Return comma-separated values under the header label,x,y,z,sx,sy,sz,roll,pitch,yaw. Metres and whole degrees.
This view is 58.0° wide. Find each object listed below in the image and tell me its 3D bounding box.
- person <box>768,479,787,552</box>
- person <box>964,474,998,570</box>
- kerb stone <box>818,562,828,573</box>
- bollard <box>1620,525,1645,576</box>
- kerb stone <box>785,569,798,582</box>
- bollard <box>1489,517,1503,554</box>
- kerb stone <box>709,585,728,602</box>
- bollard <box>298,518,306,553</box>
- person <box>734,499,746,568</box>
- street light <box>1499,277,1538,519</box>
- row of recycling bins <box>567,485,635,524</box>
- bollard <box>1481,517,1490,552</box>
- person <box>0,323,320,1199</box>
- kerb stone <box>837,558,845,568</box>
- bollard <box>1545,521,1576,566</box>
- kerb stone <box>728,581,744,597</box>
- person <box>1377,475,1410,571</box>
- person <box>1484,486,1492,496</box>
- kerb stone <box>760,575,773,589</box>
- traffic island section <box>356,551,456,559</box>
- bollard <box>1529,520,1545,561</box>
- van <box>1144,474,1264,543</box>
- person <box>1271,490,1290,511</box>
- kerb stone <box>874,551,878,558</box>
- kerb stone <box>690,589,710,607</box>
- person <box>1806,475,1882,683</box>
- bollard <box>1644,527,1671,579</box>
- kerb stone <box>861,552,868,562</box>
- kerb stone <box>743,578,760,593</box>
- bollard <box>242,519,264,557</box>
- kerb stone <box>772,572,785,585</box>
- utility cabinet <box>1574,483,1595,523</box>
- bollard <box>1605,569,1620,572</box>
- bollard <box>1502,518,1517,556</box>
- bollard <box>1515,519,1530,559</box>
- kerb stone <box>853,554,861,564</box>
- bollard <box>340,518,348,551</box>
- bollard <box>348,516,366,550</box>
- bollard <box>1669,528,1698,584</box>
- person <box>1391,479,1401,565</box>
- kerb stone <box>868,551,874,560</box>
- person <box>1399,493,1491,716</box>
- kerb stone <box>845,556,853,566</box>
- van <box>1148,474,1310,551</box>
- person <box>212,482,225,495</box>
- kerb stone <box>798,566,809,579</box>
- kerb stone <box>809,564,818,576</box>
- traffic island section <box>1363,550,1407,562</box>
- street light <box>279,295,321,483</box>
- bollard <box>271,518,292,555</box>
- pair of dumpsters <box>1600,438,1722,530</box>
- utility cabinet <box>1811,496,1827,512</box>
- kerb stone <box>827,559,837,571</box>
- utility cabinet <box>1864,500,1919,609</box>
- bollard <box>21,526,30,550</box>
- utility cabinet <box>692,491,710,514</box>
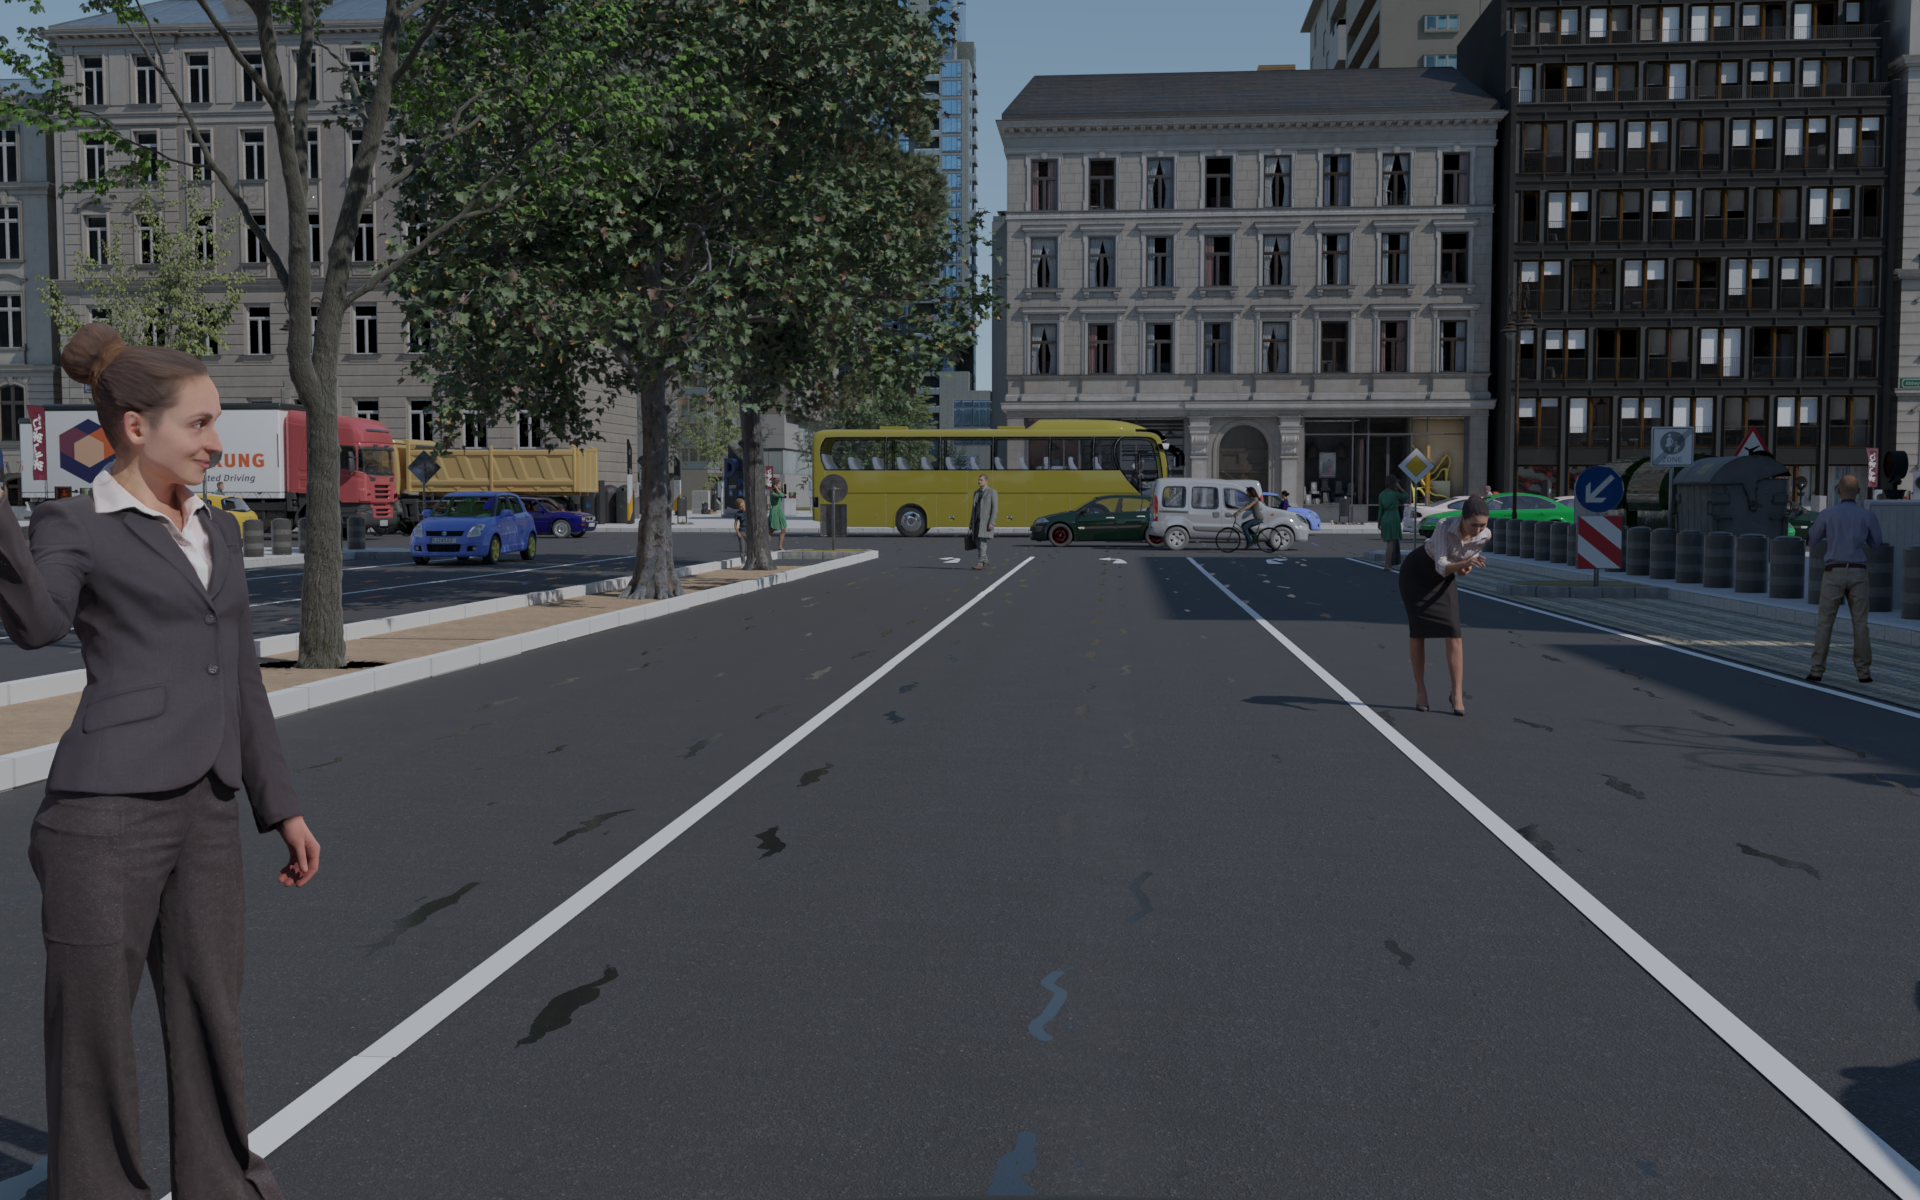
label,x,y,z,sx,sy,sz,roll,pitch,yaw
person,-4.495,-2.050,42.268,0.529,1.795,0.600,0,4,4
person,0.393,-1.481,32.812,0.694,1.812,0.767,3,5,41
kerb stone,-2.596,-0.563,31.513,0.120,0.150,1.000,0,4,5
bollard,10.753,-0.774,27.380,0.404,0.777,0.398,0,3,0
kerb stone,-2.861,-0.382,28.444,0.120,0.150,1.000,0,4,5
bollard,11.621,-1.365,37.034,0.404,0.777,0.398,0,3,0
kerb stone,-3.327,-0.069,23.322,0.120,0.150,1.000,0,4,5
bollard,-14.212,-1.408,37.745,0.404,0.777,0.398,0,3,0
person,-4.100,-1.278,33.300,0.435,1.345,0.340,-2,4,-24
street light,11.904,-3.931,37.055,0.468,5.910,1.993,0,4,5
row of recycling bins,-15.762,-4.215,76.032,3.534,1.692,1.069,2,4,27
bollard,11.733,-1.439,38.252,0.404,0.777,0.398,0,3,0
person,-1.358,0.391,2.905,0.445,1.727,0.742,-1,4,-10
kerb stone,-2.409,-0.695,33.563,0.120,0.150,1.000,0,4,5
bollard,11.189,-1.070,32.204,0.404,0.777,0.398,0,3,0
kerb stone,-3.236,-0.129,24.351,0.120,0.150,1.000,0,4,5
person,8.046,-1.448,32.424,0.600,1.795,0.529,3,5,40
person,18.348,-3.111,60.300,0.436,1.711,0.756,0,4,8
kerb stone,-3.049,-0.254,26.399,0.120,0.150,1.000,0,4,5
traffic island section,-12.281,-1.065,39.696,2.009,0.180,2.903,0,4,5
bollard,11.291,-1.143,33.401,0.404,0.777,0.398,0,3,0
van,6.981,-2.713,51.368,4.112,2.044,2.013,0,4,6
person,8.851,-2.269,47.965,0.546,1.535,0.453,0,4,-1
kerb stone,-1.954,-1.008,38.674,0.120,0.150,1.000,0,4,5
kerb stone,-3.422,-0.006,22.295,0.120,0.150,1.000,0,4,5
person,6.707,-0.159,13.160,0.516,1.574,0.319,2,4,29
bollard,10.648,-0.701,26.183,0.404,0.777,0.398,0,3,0
kerb stone,-2.131,-0.881,36.630,0.120,0.150,1.000,0,4,5
kerb stone,-3.136,-0.194,25.374,0.120,0.150,1.000,0,4,5
bollard,-14.425,-1.262,35.346,0.404,0.777,0.398,0,3,0
kerb stone,-2.961,-0.320,27.424,0.120,0.150,1.000,0,4,5
utility cabinet,13.150,-1.670,35.989,0.318,1.500,1.173,3,5,43
bollard,10.863,-0.848,28.588,0.404,0.777,0.398,0,3,0
bollard,11.509,-1.290,35.814,0.404,0.777,0.398,0,3,0
bollard,11.404,-1.216,34.604,0.404,0.777,0.398,0,3,0
kerb stone,-2.226,-0.820,35.606,0.120,0.150,1.000,0,4,5
bollard,-14.101,-1.482,38.948,0.404,0.777,0.398,0,3,0
bollard,-13.994,-1.555,40.145,0.404,0.777,0.398,0,3,0
bollard,10.545,-0.628,24.985,0.404,0.777,0.398,0,3,0
person,8.611,-1.555,34.734,0.445,1.727,0.742,0,4,-7
kerb stone,-2.046,-0.945,37.652,0.120,0.150,1.000,0,4,5
person,3.170,0.029,11.217,0.799,1.438,0.628,3,5,44
kerb stone,-2.320,-0.754,34.585,0.120,0.150,1.000,0,4,5
van,6.899,-2.296,44.544,4.112,2.044,2.013,0,4,4
person,-20.996,-2.458,49.028,0.444,1.785,0.601,2,4,26
kerb stone,-2.768,-0.444,29.469,0.120,0.150,1.000,0,4,5
kerb stone,-2.690,-0.507,30.491,0.120,0.150,1.000,0,4,5
traffic island section,9.921,-0.944,37.711,2.009,0.180,2.903,0,4,5
street light,-14.347,-3.994,38.097,0.468,5.910,1.993,0,4,5
bollard,-14.317,-1.335,36.546,0.404,0.777,0.398,0,3,0
pair of dumpsters,12.949,-1.796,31.855,1.574,2.255,4.437,0,4,5
utility cabinet,35.635,-3.714,71.890,0.306,1.237,1.020,1,4,8
kerb stone,-2.501,-0.633,32.542,0.120,0.150,1.000,0,4,5
utility cabinet,10.682,-0.501,19.358,1.020,1.237,0.306,1,4,15
bollard,-15.071,-0.821,28.138,0.404,0.777,0.398,0,3,0
utility cabinet,-16.688,-6.294,111.580,1.173,1.500,0.318,1,4,20
